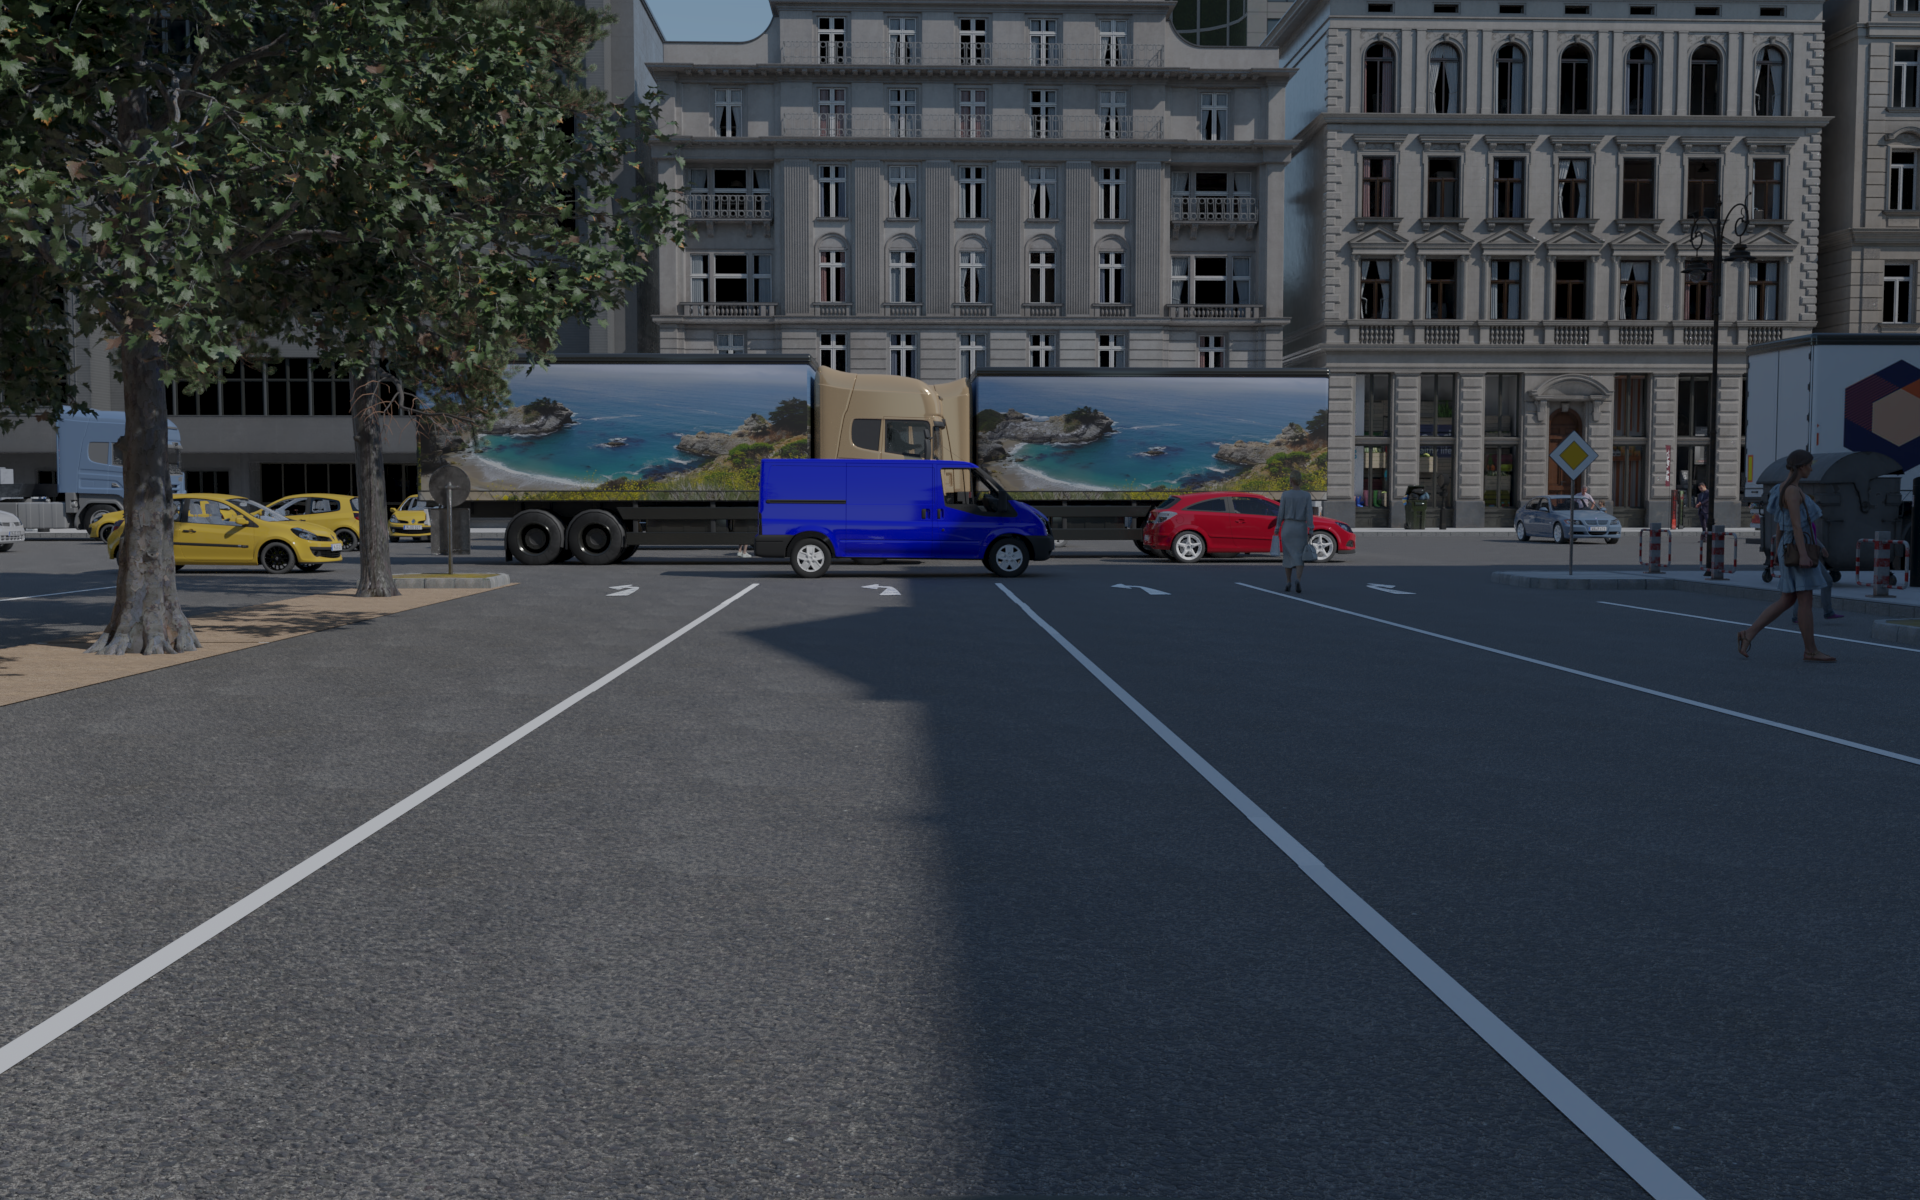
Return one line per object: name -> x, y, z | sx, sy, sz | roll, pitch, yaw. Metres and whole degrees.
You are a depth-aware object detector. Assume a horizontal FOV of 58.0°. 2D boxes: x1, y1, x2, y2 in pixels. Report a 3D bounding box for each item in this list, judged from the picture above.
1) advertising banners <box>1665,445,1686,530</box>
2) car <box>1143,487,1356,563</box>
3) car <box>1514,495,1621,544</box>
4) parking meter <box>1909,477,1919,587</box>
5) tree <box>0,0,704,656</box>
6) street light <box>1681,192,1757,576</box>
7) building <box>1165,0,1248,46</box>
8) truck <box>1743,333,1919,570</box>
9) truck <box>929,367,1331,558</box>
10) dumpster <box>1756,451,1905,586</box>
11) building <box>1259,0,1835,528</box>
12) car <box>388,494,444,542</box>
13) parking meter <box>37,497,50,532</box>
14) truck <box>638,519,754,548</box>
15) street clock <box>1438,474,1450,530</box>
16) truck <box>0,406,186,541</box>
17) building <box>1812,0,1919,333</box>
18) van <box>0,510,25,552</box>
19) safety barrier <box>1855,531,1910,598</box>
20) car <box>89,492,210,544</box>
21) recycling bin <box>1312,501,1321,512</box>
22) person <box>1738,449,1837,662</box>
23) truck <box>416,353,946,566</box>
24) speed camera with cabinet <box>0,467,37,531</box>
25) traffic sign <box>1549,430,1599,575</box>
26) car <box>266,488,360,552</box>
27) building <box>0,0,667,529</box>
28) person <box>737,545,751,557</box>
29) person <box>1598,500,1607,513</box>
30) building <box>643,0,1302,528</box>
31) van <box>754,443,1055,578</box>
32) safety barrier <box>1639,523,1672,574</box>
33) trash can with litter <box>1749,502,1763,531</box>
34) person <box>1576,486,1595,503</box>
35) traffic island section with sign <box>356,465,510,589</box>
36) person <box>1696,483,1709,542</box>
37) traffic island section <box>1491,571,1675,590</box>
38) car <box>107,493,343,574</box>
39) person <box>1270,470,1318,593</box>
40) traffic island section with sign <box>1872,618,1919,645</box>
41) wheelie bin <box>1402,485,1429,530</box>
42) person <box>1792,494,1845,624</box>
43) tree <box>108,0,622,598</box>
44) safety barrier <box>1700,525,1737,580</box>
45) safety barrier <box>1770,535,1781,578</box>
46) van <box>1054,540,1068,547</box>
advertising banners -> 25.697, -4.042, 62.282 | 0.090, 3.025, 2.074 | 3, 5, 41
car -> 6.143, -1.692, 36.698 | 4.494, 1.783, 2.155 | 0, 4, -2
car -> 17.931, -2.403, 51.296 | 2.014, 1.417, 4.499 | 0, 4, -4
parking meter -> 13.333, -0.947, 23.890 | 0.372, 1.533, 0.369 | 0, 3, 0
tree -> -7.385, -5.874, 15.512 | 9.611, 12.733, 9.660 | 0, 3, 0
street light -> 11.715, -3.309, 26.895 | 0.468, 5.910, 1.993 | 0, 4, -2
building -> 22.251, -42.666, 135.839 | 20.563, 71.187, 20.611 | 0, 4, -2
truck -> 20.365, -2.607, 31.538 | 11.283, 4.237, 2.839 | 0, 4, -2
truck -> 2.548, -3.090, 39.441 | 11.283, 4.237, 2.839 | 0, 4, -3
dumpster -> 12.221, -1.136, 24.338 | 1.264, 1.857, 1.865 | 0, 4, -2
building -> 22.684, -14.706, 69.315 | 19.941, 23.489, 11.050 | 0, 4, -2
car -> -16.094, -2.586, 52.508 | 2.015, 1.641, 3.980 | 0, 4, -3
parking meter -> -30.838, -3.048, 58.243 | 0.372, 1.533, 0.369 | 0, 3, 0
truck -> -7.329, -3.003, 45.021 | 9.791, 3.379, 3.469 | 0, 4, -1
street clock -> 17.348, -3.523, 62.178 | 0.358, 2.002, 0.471 | -1, 4, -13
truck -> -33.041, -3.887, 53.316 | 18.799, 4.110, 2.967 | 0, 4, -1
building -> 45.175, -16.711, 70.490 | 25.104, 27.353, 12.463 | 0, 4, -2
van -> -25.191, -2.164, 42.396 | 4.112, 2.044, 2.013 | 0, 4, 0
safety barrier -> 11.435, -0.441, 21.485 | 0.300, 0.817, 1.120 | 0, 4, -2
car -> -22.903, -2.424, 49.851 | 3.980, 1.641, 2.015 | 0, 4, -3
recycling bin -> 12.466, -3.017, 61.881 | 0.722, 1.027, 0.722 | 2, 4, 26
person -> 7.090, -0.379, 14.790 | 0.778, 1.811, 0.616 | 1, 4, 21
truck -> -5.253, -2.866, 35.767 | 11.283, 4.237, 2.839 | 0, 4, -1
speed camera with cabinet -> -32.680, -4.012, 59.937 | 2.038, 3.252, 0.660 | 1, 4, 17
traffic sign -> 9.655, -1.448, 27.322 | 0.795, 2.450, 0.064 | 0, 4, -2
car -> -16.684, -2.044, 43.640 | 3.980, 1.641, 2.015 | 0, 4, -3
building -> -27.133, -15.297, 69.168 | 30.058, 24.678, 14.314 | 0, 4, -2
person -> -4.887, -1.822, 39.287 | 0.512, 1.701, 0.522 | 2, 4, 27
person -> 20.796, -2.635, 56.248 | 0.373, 1.253, 0.362 | 3, 5, 39
building -> 0.276, -13.940, 69.724 | 24.055, 21.916, 13.314 | 0, 4, -2
van -> -0.970, -1.588, 30.348 | 5.245, 2.365, 2.240 | 0, 4, -4
safety barrier -> 11.209, -0.835, 27.933 | 0.300, 0.817, 1.120 | 0, 4, -2
trash can with litter -> 28.215, -3.020, 60.765 | 1.055, 1.170, 0.624 | -3, 4, -37
person -> 20.462, -2.906, 56.944 | 0.756, 1.711, 0.436 | 2, 4, 24
traffic island section with sign -> -8.114, -1.154, 27.012 | 2.006, 1.907, 1.989 | 0, 4, -2
person -> 21.885, -2.572, 51.009 | 0.568, 1.767, 0.683 | -1, 4, -23
traffic island section -> 9.678, -0.313, 27.400 | 2.009, 0.180, 2.903 | 0, 4, -2
car -> -13.403, -1.315, 31.732 | 3.980, 1.641, 2.015 | 0, 4, -1
person -> 4.839, -1.001, 25.212 | 0.694, 1.780, 0.624 | 2, 4, 25
traffic island section with sign -> 10.061, -0.497, 16.752 | 1.989, 1.847, 2.006 | 0, 4, -2
wheelie bin -> 16.434, -3.328, 62.324 | 0.980, 1.594, 0.693 | -1, 4, -12
person -> 9.476, -0.447, 19.039 | 0.776, 1.435, 0.726 | 2, 4, 31
tree -> -8.222, -6.071, 23.773 | 6.751, 12.117, 7.091 | 0, 3, 0
safety barrier -> 11.281, -0.703, 25.775 | 0.300, 0.817, 1.120 | 0, 4, -2
safety barrier -> 11.356, -0.573, 23.636 | 0.300, 0.817, 1.120 | 0, 4, -2
van -> 1.234, -2.454, 47.139 | 4.112, 2.044, 2.013 | 0, 4, -4
